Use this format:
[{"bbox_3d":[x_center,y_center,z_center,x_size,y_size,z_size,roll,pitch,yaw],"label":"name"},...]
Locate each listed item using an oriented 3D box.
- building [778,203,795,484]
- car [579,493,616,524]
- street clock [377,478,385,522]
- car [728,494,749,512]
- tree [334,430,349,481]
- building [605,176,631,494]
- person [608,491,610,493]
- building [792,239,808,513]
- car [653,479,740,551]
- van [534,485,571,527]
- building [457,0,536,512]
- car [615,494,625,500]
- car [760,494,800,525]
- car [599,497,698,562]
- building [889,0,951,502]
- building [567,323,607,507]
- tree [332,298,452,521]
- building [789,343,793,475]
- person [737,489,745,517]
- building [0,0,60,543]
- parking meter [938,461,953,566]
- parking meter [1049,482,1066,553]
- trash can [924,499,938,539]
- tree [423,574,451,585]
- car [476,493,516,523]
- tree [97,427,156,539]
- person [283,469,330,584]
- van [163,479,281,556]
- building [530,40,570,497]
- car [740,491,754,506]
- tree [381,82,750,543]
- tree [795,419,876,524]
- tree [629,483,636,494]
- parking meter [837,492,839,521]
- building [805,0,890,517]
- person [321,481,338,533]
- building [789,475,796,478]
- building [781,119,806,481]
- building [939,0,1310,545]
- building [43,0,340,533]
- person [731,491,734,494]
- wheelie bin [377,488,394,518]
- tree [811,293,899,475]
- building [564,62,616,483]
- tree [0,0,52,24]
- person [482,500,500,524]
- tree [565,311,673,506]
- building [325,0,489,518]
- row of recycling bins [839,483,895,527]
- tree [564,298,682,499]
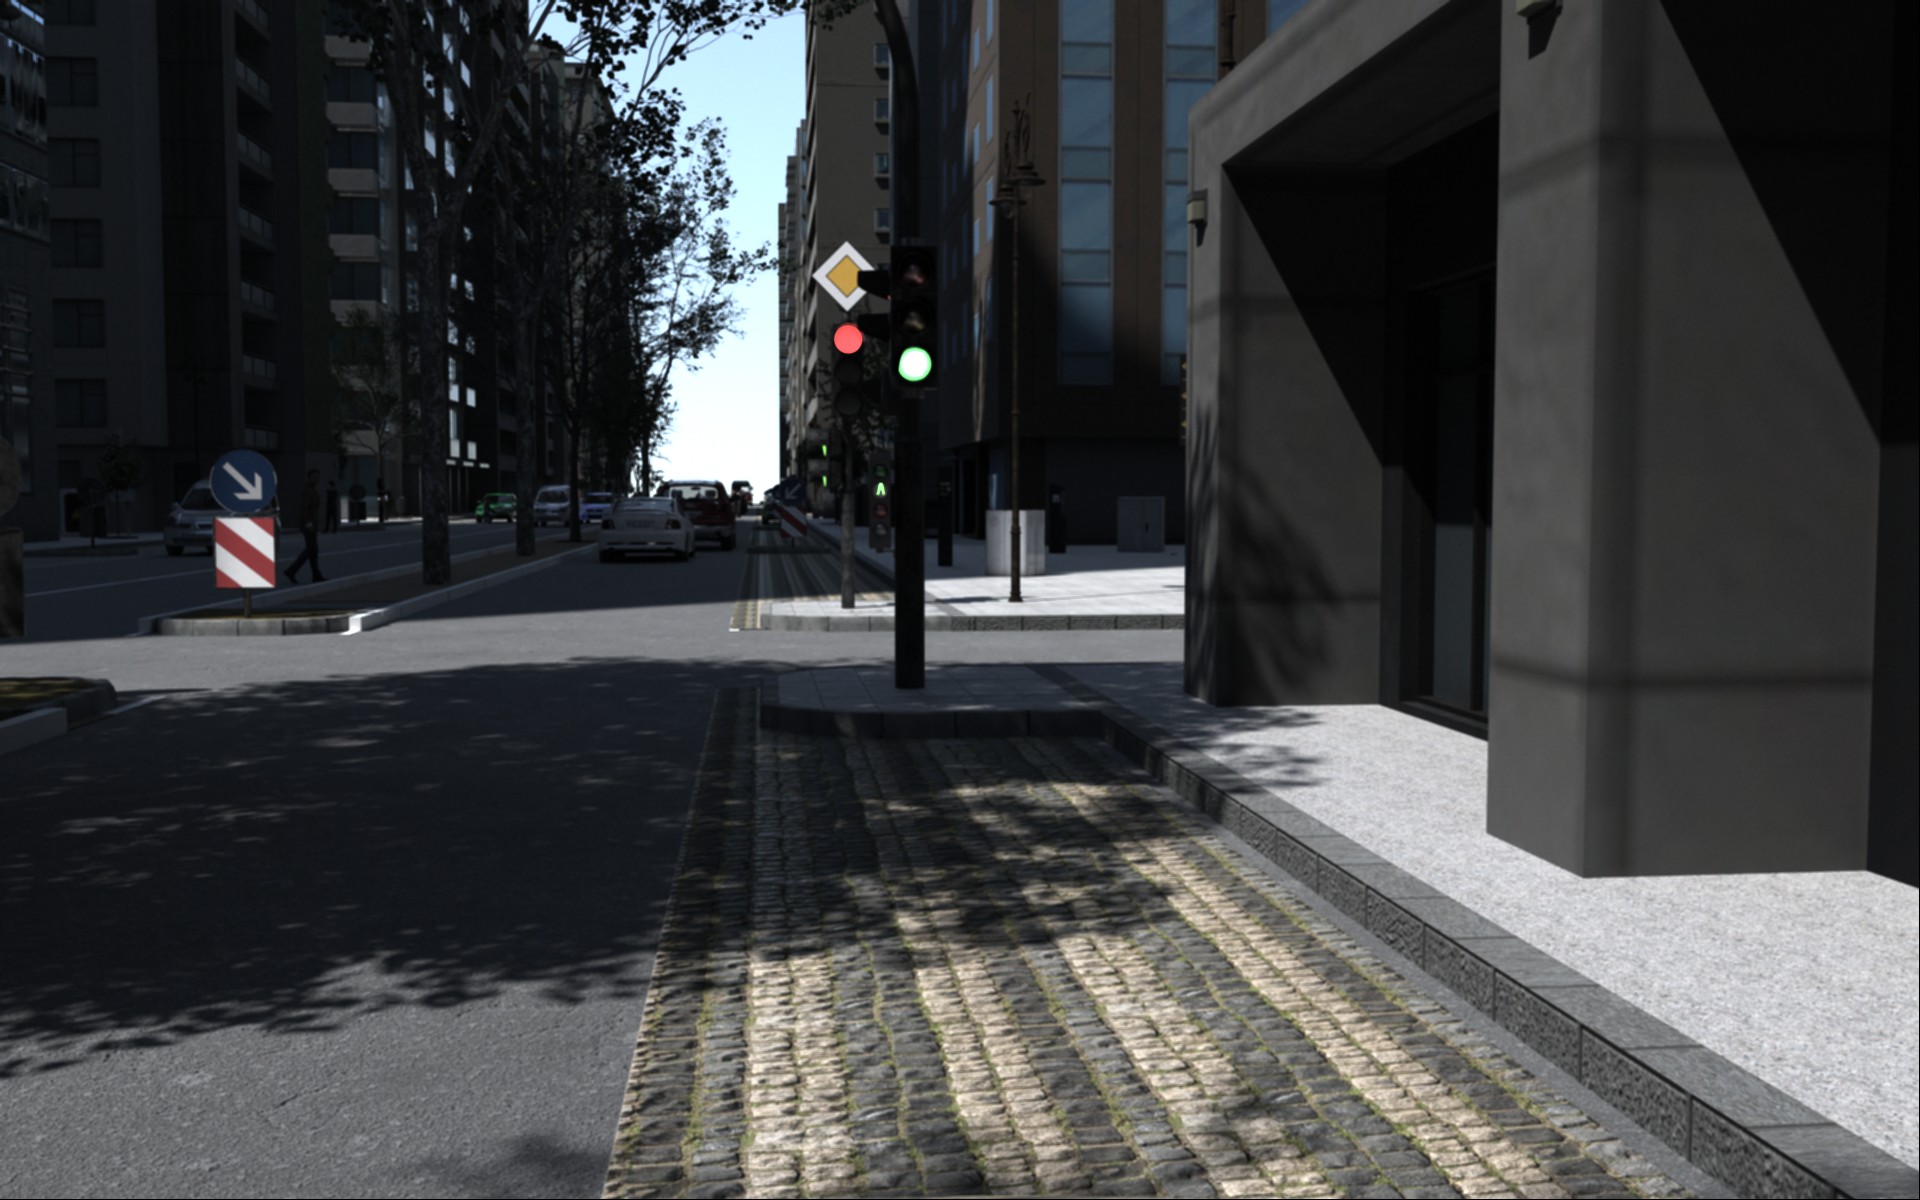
[{"bbox_3d":[-18.659,-34.378,245.679,14.154,41.232,14.086,0,4,-7],"label":"building"},{"bbox_3d":[-17.583,-4.574,84.382,1.945,1.707,3.694,0,4,-5],"label":"car"},{"bbox_3d":[-26.175,-4.509,78.290,0.358,2.002,0.471,0,4,-6],"label":"street clock"},{"bbox_3d":[-17.889,-7.733,138.230,2.131,1.459,4.920,0,4,-8],"label":"car"},{"bbox_3d":[-27.349,-5.472,73.178,4.285,4.588,4.351,0,3,0],"label":"tree"},{"bbox_3d":[-52.795,-35.899,237.059,14.600,45.320,14.200,0,4,-7],"label":"building"},{"bbox_3d":[-34.006,-9.708,167.892,0.621,1.740,0.551,0,4,-4],"label":"person"},{"bbox_3d":[1.504,-17.642,133.485,27.650,21.520,28.899,0,4,-7],"label":"building"},{"bbox_3d":[-6.915,-2.238,45.263,2.281,1.827,5.304,0,4,-6],"label":"car"},{"bbox_3d":[-17.767,-4.220,76.006,2.013,2.044,4.112,0,4,-5],"label":"van"},{"bbox_3d":[-44.691,-31.046,131.296,21.300,48.544,21.600,0,4,-7],"label":"building"},{"bbox_3d":[-30.987,-8.926,156.159,2.015,1.641,3.980,0,4,-5],"label":"car"},{"bbox_3d":[-8.478,-4.476,81.979,1.959,1.807,4.718,-1,4,-8],"label":"car"},{"bbox_3d":[-6.820,-1.565,37.952,2.083,1.381,4.827,0,4,-6],"label":"car"},{"bbox_3d":[7.280,-32.794,78.186,21.231,58.520,28.212,0,4,-7],"label":"building"},{"bbox_3d":[-53.677,-20.961,187.746,27.650,21.520,28.899,0,4,-7],"label":"building"},{"bbox_3d":[-28.020,-9.090,83.037,7.601,10.594,8.767,-1,4,-13],"label":"tree"},{"bbox_3d":[-5.023,-21.384,194.665,27.650,21.520,28.899,0,4,-7],"label":"building"},{"bbox_3d":[-13.395,-5.913,105.973,0.742,1.727,0.445,2,4,28],"label":"person"},{"bbox_3d":[-32.067,-43.784,28.544,22.319,86.520,31.000,0,4,-7],"label":"building"},{"bbox_3d":[-0.262,-1.538,30.850,0.255,1.863,0.399,0,4,0],"label":"parking meter"},{"bbox_3d":[2.118,-1.784,37.577,0.372,1.533,0.369,0,3,0],"label":"parking meter"},{"bbox_3d":[-0.809,-2.334,49.808,0.748,1.137,0.748,0,3,0],"label":"trash can"},{"bbox_3d":[-6.964,-10.258,26.062,12.611,20.169,13.585,0,3,0],"label":"tree"},{"bbox_3d":[-23.169,-4.788,87.087,1.959,1.807,4.718,0,4,-6],"label":"car"},{"bbox_3d":[-24.305,-3.378,49.830,1.663,3.219,1.824,0,3,0],"label":"tree"},{"bbox_3d":[-10.490,-1.191,27.876,0.656,1.842,0.836,3,5,40],"label":"person"},{"bbox_3d":[-17.685,-2.115,41.584,2.013,2.044,4.112,0,4,-5],"label":"van"},{"bbox_3d":[-42.087,-28.579,150.860,14.154,41.232,14.086,0,4,-7],"label":"building"},{"bbox_3d":[-25.420,-11.929,203.711,2.281,1.827,5.304,0,4,-6],"label":"car"},{"bbox_3d":[-11.438,-8.452,51.010,12.009,13.543,11.850,0,3,0],"label":"tree"},{"bbox_3d":[-5.342,-5.516,73.904,4.285,4.588,4.351,0,3,0],"label":"tree"},{"bbox_3d":[-47.836,-15.674,250.876,1.663,3.219,1.824,0,3,0],"label":"tree"},{"bbox_3d":[-5.803,-4.573,83.184,0.372,1.533,0.369,0,3,0],"label":"parking meter"},{"bbox_3d":[1.420,-29.572,107.202,21.300,48.544,21.600,0,4,-7],"label":"building"},{"bbox_3d":[-22.938,-3.375,63.048,0.648,1.900,0.474,3,4,37],"label":"person"},{"bbox_3d":[0.401,-28.592,159.358,32.217,40.220,23.993,0,4,-7],"label":"building"},{"bbox_3d":[-11.207,-36.961,223.920,23.786,49.044,30.456,0,4,-7],"label":"building"},{"bbox_3d":[6.988,-24.410,49.211,14.600,45.320,14.200,0,4,-7],"label":"building"},{"bbox_3d":[-31.089,-23.066,60.726,14.154,41.232,14.086,0,4,-7],"label":"building"},{"bbox_3d":[-19.302,-8.435,147.334,0.530,1.710,0.541,2,4,31],"label":"person"},{"bbox_3d":[-30.224,-5.091,91.152,0.693,1.594,0.980,-3,5,-43],"label":"wheelie bin"},{"bbox_3d":[-3.014,-6.760,60.889,4.737,8.622,4.395,0,3,0],"label":"tree"},{"bbox_3d":[-57.699,-38.293,215.324,28.713,52.752,27.495,0,4,-7],"label":"building"},{"bbox_3d":[-6.078,-5.878,5.210,9.857,13.997,8.962,0,3,0],"label":"tree"},{"bbox_3d":[-22.649,-4.259,83.630,0.738,1.151,1.012,2,4,24],"label":"person"},{"bbox_3d":[-13.881,-7.278,71.819,4.737,8.622,4.395,0,3,0],"label":"tree"},{"bbox_3d":[-42.363,-29.681,104.893,23.786,49.044,30.456,0,4,-7],"label":"building"},{"bbox_3d":[-3.574,-3.746,68.360,1.069,1.692,3.534,-3,5,-40],"label":"row of recycling bins"},{"bbox_3d":[-12.106,-6.647,61.501,4.360,8.622,3.978,0,3,0],"label":"tree"}]
